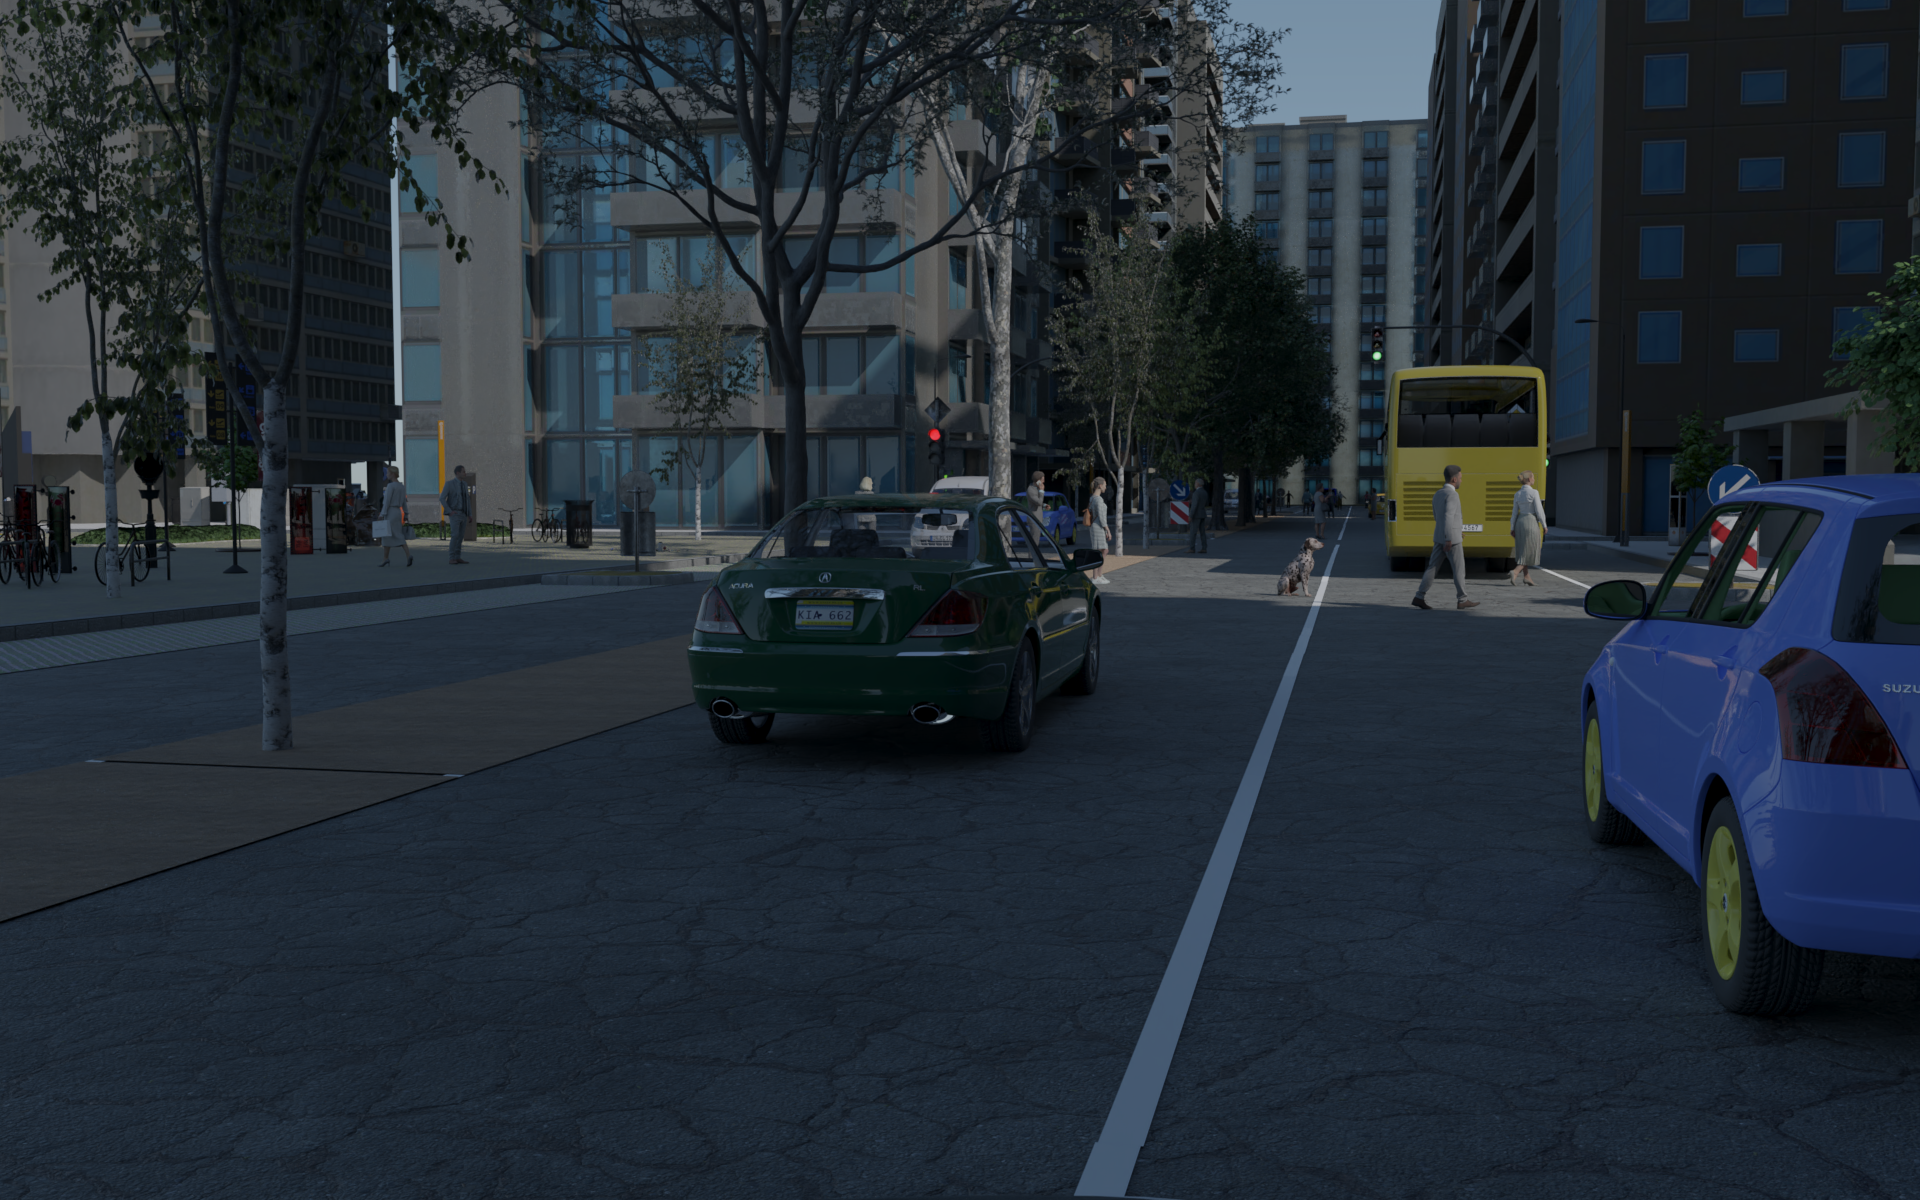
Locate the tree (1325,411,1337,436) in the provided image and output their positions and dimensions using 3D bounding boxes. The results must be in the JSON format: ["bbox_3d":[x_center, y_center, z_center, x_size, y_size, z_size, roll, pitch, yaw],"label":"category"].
[{"bbox_3d":[18.585,-10.274,104.849,8.767,10.594,7.601,1,4,13],"label":"tree"}]

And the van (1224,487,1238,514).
[{"bbox_3d":[20.271,-7.397,127.951,2.013,2.044,4.112,1,4,14],"label":"van"}]

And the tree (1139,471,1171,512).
[{"bbox_3d":[13.958,-8.048,126.188,1.663,3.219,1.824,0,3,0],"label":"tree"}]

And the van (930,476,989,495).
[{"bbox_3d":[0.057,-2.007,39.831,2.013,2.044,4.112,1,4,13],"label":"van"}]

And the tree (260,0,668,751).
[{"bbox_3d":[-3.775,-3.476,9.652,4.360,8.622,3.978,0,3,0],"label":"tree"}]

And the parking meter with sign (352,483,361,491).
[{"bbox_3d":[-42.234,-7.640,121.175,1.738,3.016,0.543,-1,4,-20],"label":"parking meter with sign"}]

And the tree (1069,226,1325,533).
[{"bbox_3d":[7.653,-7.442,58.545,8.767,10.594,7.601,1,4,13],"label":"tree"}]

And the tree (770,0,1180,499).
[{"bbox_3d":[-0.325,-10.510,30.187,12.611,20.169,13.585,0,3,0],"label":"tree"}]

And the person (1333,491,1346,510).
[{"bbox_3d":[33.845,-8.875,154.333,1.217,1.736,0.721,1,4,17],"label":"person"}]

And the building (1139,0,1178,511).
[{"bbox_3d":[8.081,-51.044,147.237,22.319,86.520,31.000,1,4,13],"label":"building"}]

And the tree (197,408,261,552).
[{"bbox_3d":[-16.223,-2.693,38.626,1.663,3.219,1.824,0,3,0],"label":"tree"}]

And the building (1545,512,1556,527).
[{"bbox_3d":[35.156,-27.576,74.572,21.300,48.544,21.600,1,4,13],"label":"building"}]

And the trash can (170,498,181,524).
[{"bbox_3d":[-32.040,-3.637,71.123,0.748,1.137,0.748,0,3,0],"label":"trash can"}]

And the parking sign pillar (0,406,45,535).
[{"bbox_3d":[-29.197,-3.983,53.601,1.447,3.967,1.447,3,5,41],"label":"parking sign pillar"}]

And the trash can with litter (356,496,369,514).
[{"bbox_3d":[-23.710,-3.593,69.796,2.233,1.210,1.678,0,4,0],"label":"trash can with litter"}]

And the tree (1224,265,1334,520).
[{"bbox_3d":[15.983,-11.387,95.296,9.857,13.997,8.962,0,3,0],"label":"tree"}]

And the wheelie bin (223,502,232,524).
[{"bbox_3d":[-29.095,-3.773,69.596,0.980,1.594,0.693,-3,5,-42],"label":"wheelie bin"}]

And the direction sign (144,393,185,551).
[{"bbox_3d":[-17.813,-2.862,38.789,0.876,3.537,0.379,-2,4,-34],"label":"direction sign"}]

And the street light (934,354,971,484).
[{"bbox_3d":[-0.308,-5.219,57.873,1.470,5.913,1.316,1,4,13],"label":"street light"}]

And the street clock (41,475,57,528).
[{"bbox_3d":[-34.517,-3.737,65.664,0.358,2.002,0.471,3,4,38],"label":"street clock"}]

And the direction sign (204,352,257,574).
[{"bbox_3d":[-11.746,-2.200,27.974,0.379,3.537,0.876,2,4,35],"label":"direction sign"}]

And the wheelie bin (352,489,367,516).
[{"bbox_3d":[-38.031,-6.174,108.844,0.693,1.594,0.980,2,4,34],"label":"wheelie bin"}]

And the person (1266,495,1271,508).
[{"bbox_3d":[30.897,-9.931,174.061,0.799,1.438,0.628,2,4,26],"label":"person"}]

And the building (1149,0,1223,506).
[{"bbox_3d":[14.700,-33.646,173.814,21.300,48.544,21.600,1,4,13],"label":"building"}]

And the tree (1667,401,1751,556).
[{"bbox_3d":[15.259,-2.537,36.077,1.663,3.219,1.824,0,3,0],"label":"tree"}]

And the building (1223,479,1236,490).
[{"bbox_3d":[16.308,-33.204,197.505,28.867,44.769,22.147,1,4,13],"label":"building"}]

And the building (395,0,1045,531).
[{"bbox_3d":[-8.375,-27.775,73.735,23.786,49.044,30.456,1,4,13],"label":"building"}]

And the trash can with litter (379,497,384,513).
[{"bbox_3d":[-27.018,-4.290,81.524,0.624,1.170,1.055,-1,4,-12],"label":"trash can with litter"}]

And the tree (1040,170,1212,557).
[{"bbox_3d":[3.662,-5.300,39.471,4.360,8.622,3.978,0,3,0],"label":"tree"}]

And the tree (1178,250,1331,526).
[{"bbox_3d":[12.473,-9.562,76.924,7.486,12.596,7.792,0,3,0],"label":"tree"}]

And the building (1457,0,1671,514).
[{"bbox_3d":[46.471,-29.748,136.489,14.600,45.320,14.200,1,4,13],"label":"building"}]

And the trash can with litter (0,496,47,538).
[{"bbox_3d":[-27.706,-2.424,50.687,2.233,1.210,1.678,2,4,30],"label":"trash can with litter"}]

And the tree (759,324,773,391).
[{"bbox_3d":[-7.260,-5.985,48.219,4.360,8.622,3.978,0,3,0],"label":"tree"}]

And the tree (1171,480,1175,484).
[{"bbox_3d":[15.236,-8.243,129.367,1.663,3.219,1.824,0,3,0],"label":"tree"}]

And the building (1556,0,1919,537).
[{"bbox_3d":[27.634,-24.835,56.165,14.200,45.320,14.600,1,4,13],"label":"building"}]

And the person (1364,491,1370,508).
[{"bbox_3d":[40.795,-10.082,174.061,0.721,1.743,1.217,-2,4,-26],"label":"person"}]

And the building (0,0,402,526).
[{"bbox_3d":[-43.281,-23.943,83.344,23.993,40.220,32.217,1,4,13],"label":"building"}]

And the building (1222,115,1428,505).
[{"bbox_3d":[46.169,-36.841,221.953,30.456,49.044,23.786,1,4,13],"label":"building"}]

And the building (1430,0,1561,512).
[{"bbox_3d":[53.276,-32.394,153.347,21.300,48.544,21.600,1,4,13],"label":"building"}]

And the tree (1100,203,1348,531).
[{"bbox_3d":[10.175,-9.079,67.911,9.611,12.733,9.660,0,3,0],"label":"tree"}]

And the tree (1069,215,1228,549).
[{"bbox_3d":[4.826,-5.610,44.546,4.737,8.622,4.395,0,3,0],"label":"tree"}]

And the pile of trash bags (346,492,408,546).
[{"bbox_3d":[-14.941,-2.085,43.848,1.912,1.369,3.447,1,4,9],"label":"pile of trash bags"}]

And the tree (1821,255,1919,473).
[{"bbox_3d":[11.787,-2.215,19.930,4.285,4.588,4.351,0,3,0],"label":"tree"}]

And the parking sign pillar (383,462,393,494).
[{"bbox_3d":[-41.678,-8.380,125.479,1.447,3.967,1.447,2,4,24],"label":"parking sign pillar"}]

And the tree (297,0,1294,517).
[{"bbox_3d":[-1.706,-6.403,17.513,12.009,13.543,11.850,0,3,0],"label":"tree"}]

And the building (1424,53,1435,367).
[{"bbox_3d":[53.584,-31.917,171.960,14.600,45.320,14.200,1,4,13],"label":"building"}]

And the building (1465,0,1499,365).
[{"bbox_3d":[44.000,-29.917,108.743,23.786,49.044,30.456,1,4,13],"label":"building"}]

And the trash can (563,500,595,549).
[{"bbox_3d":[-8.992,-1.788,40.890,0.748,1.137,0.748,0,3,0],"label":"trash can"}]

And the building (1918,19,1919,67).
[{"bbox_3d":[31.851,-20.643,29.397,32.217,40.220,23.993,1,4,13],"label":"building"}]

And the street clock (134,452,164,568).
[{"bbox_3d":[-14.037,-1.556,30.014,0.471,2.002,0.358,-2,4,-27],"label":"street clock"}]

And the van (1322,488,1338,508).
[{"bbox_3d":[38.911,-10.905,182.688,2.240,2.365,5.245,1,4,15],"label":"van"}]

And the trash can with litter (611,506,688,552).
[{"bbox_3d":[-7.129,-1.740,39.498,1.678,1.210,2.233,-1,4,-15],"label":"trash can with litter"}]

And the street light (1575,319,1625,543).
[{"bbox_3d":[16.952,-4.485,45.868,1.470,5.913,1.316,1,4,13],"label":"street light"}]

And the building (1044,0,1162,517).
[{"bbox_3d":[1.034,-27.942,111.470,22.147,44.769,28.867,1,4,13],"label":"building"}]

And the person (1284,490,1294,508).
[{"bbox_3d":[34.000,-10.438,179.291,1.348,1.807,0.705,3,5,44],"label":"person"}]
